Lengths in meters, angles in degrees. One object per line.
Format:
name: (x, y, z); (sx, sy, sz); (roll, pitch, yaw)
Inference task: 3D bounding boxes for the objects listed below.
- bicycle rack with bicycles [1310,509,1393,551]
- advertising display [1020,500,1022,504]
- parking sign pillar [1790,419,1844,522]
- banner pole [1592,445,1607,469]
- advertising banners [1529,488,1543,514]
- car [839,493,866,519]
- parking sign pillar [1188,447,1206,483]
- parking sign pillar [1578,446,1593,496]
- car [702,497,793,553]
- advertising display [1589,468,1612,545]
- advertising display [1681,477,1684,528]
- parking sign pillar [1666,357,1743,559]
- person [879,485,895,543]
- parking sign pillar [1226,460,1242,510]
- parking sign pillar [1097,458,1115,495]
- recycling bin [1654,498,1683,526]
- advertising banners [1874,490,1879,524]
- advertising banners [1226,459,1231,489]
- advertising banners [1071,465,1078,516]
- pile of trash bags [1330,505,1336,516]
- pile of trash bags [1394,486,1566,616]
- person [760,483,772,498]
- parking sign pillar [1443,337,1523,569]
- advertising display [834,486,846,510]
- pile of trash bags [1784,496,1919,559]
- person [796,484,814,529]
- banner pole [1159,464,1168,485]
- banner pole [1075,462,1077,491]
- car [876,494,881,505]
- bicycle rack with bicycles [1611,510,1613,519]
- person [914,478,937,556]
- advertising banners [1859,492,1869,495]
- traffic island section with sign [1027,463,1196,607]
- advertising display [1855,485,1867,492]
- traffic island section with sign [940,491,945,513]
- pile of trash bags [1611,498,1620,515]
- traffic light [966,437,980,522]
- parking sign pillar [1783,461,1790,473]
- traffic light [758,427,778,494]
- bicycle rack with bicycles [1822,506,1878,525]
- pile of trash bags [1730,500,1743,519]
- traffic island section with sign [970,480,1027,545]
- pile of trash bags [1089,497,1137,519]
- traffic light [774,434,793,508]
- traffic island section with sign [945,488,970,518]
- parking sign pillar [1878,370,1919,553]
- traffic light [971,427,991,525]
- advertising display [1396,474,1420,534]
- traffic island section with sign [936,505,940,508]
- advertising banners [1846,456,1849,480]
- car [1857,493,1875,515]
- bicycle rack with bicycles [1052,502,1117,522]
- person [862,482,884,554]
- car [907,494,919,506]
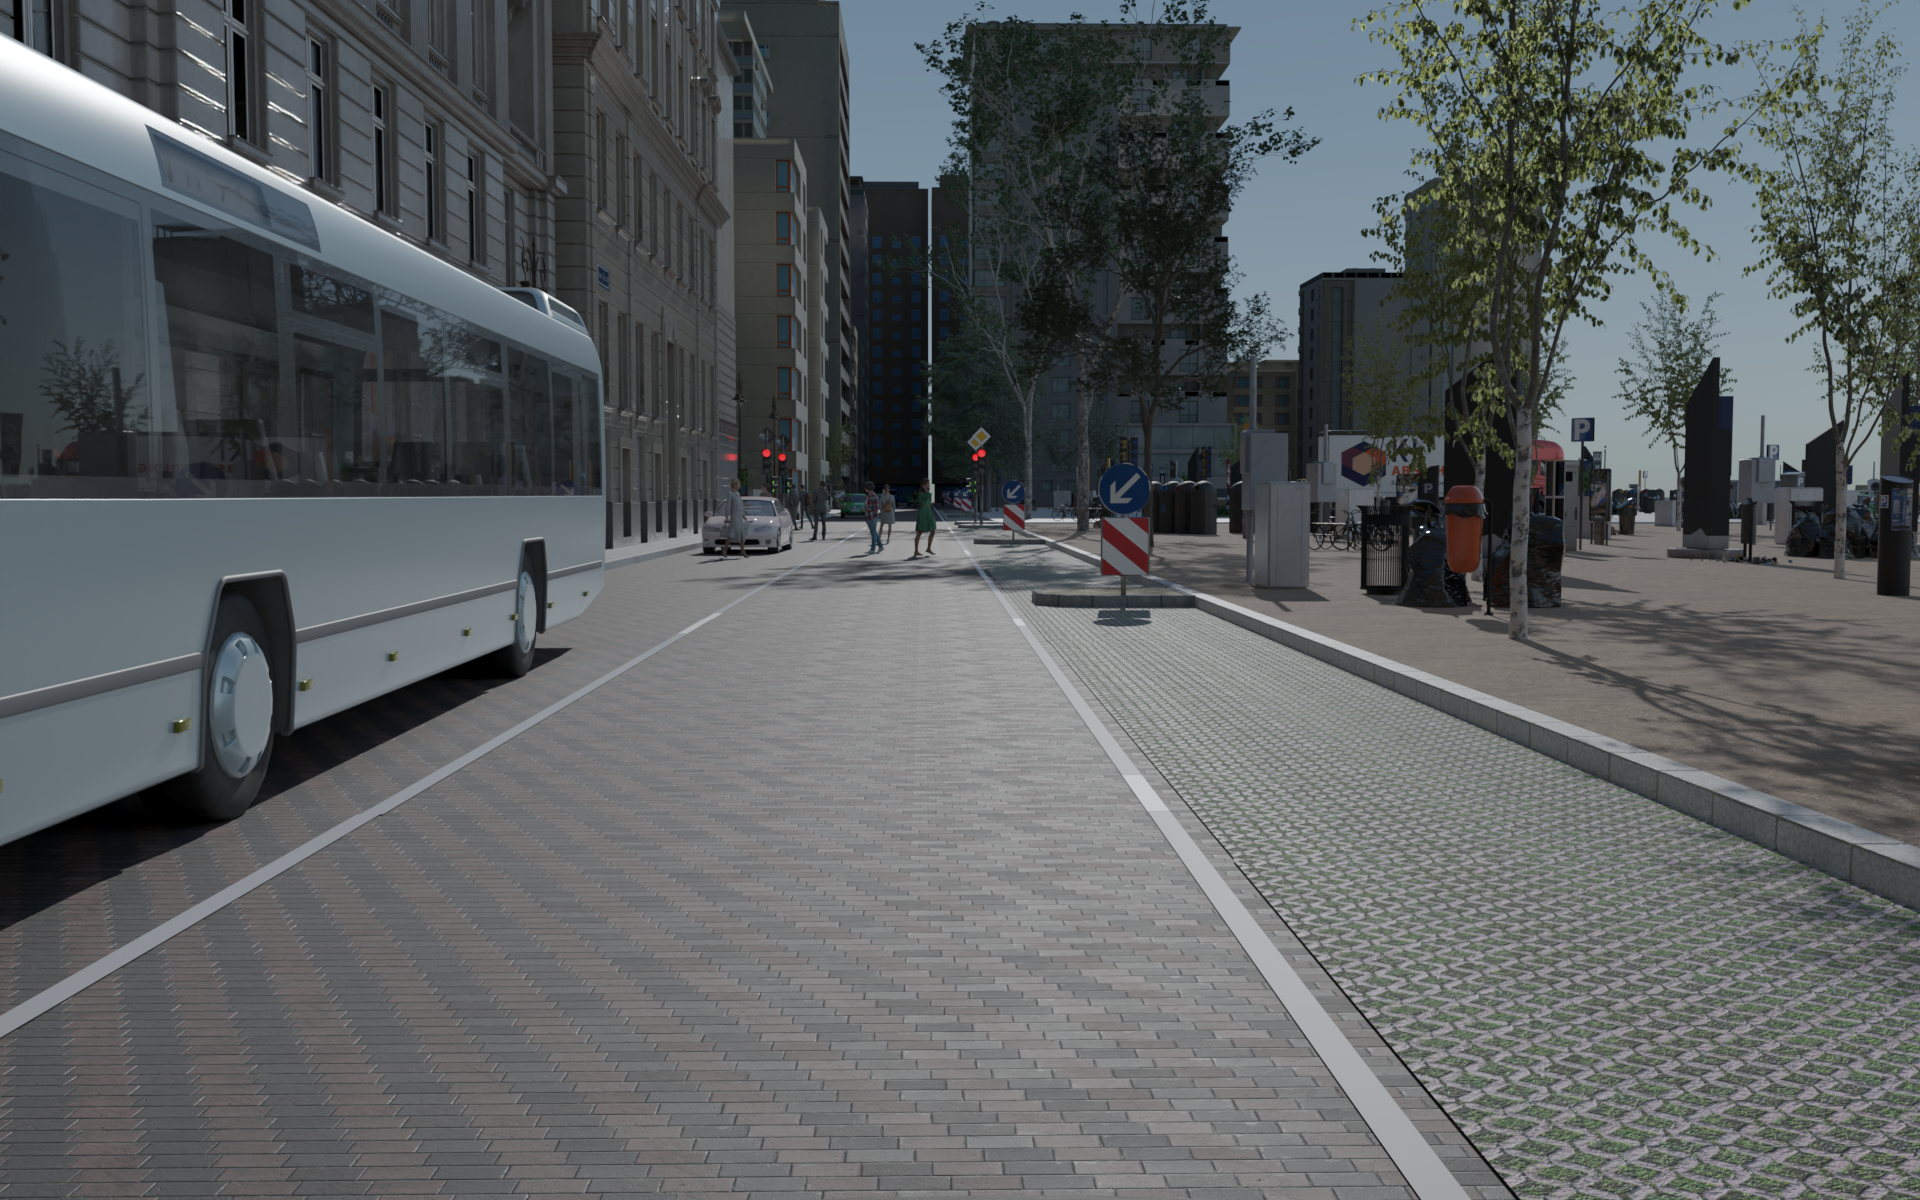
bicycle rack with bicycles: (9.018, -1.618, 39.841); (2.852, 0.926, 2.925); (-2, 4, -28)
advertising display: (4.970, -8.338, 141.542); (0.123, 1.923, 0.974); (0, 4, -3)
parking sign pillar: (31.164, -4.535, 62.620); (1.447, 3.967, 1.447); (0, 4, 2)
banner pole: (32.962, -6.066, 89.199); (0.863, 3.779, 0.401); (0, 4, 1)
advertising banners: (36.909, -7.142, 112.962); (2.074, 3.025, 0.090); (0, 4, -7)
car: (-6.211, -5.757, 102.921); (1.959, 1.807, 4.718); (0, 4, -3)
parking sign pillar: (13.497, -6.781, 99.335); (1.447, 3.967, 1.447); (-1, 4, -16)
parking sign pillar: (34.919, -6.607, 96.489); (1.447, 3.967, 1.447); (0, 4, -6)
car: (-5.266, -1.893, 43.307); (2.083, 1.381, 4.827); (0, 4, 1)
advertising display: (16.203, -2.363, 43.853); (0.123, 1.923, 0.974); (0, 4, -5)
advertising display: (27.631, -3.671, 65.231); (0.974, 1.923, 0.123); (1, 4, 21)
parking sign pillar: (15.013, -2.833, 34.785); (1.447, 3.967, 1.447); (0, 4, 1)
person: (-2.140, -2.518, 50.680); (0.512, 1.701, 0.522); (-1, 4, -14)
parking sign pillar: (20.047, -8.396, 125.743); (1.447, 3.967, 1.447); (1, 4, 22)
parking sign pillar: (10.701, -8.476, 127.056); (1.447, 3.967, 1.447); (0, 4, -7)
recycling bin: (28.217, -3.459, 69.111); (0.722, 1.027, 0.722); (-3, 5, -44)
advertising banners: (32.538, -3.964, 61.003); (0.090, 3.025, 2.074); (1, 4, 13)
advertising banners: (13.576, -5.462, 85.498); (0.090, 3.025, 2.074); (-1, 4, -16)
advertising banners: (6.762, -6.408, 100.966); (0.090, 3.025, 2.074); (1, 4, 12)
pile of trash bags: (19.525, -4.892, 89.739); (1.912, 1.369, 3.447); (-3, 4, -37)
pile of trash bags: (5.889, -0.611, 19.742); (1.912, 1.369, 3.447); (1, 4, 21)
person: (-6.512, -2.956, 57.169); (0.599, 1.781, 0.374); (1, 4, 22)
parking sign pillar: (9.140, -2.553, 30.218); (1.447, 3.967, 1.447); (3, 5, 40)
advertising display: (-9.859, -8.362, 141.940); (0.974, 1.923, 0.123); (0, 4, 3)
pile of trash bags: (18.702, -1.546, 35.032); (3.447, 1.369, 1.912); (0, 4, 1)
person: (-6.354, -3.804, 70.656); (0.622, 1.834, 0.822); (-3, 4, -38)
banner pole: (16.877, -9.359, 143.036); (0.863, 3.779, 0.401); (1, 4, 15)
banner pole: (9.030, -8.797, 133.854); (0.401, 3.779, 0.863); (1, 4, 21)
car: (-7.694, -9.365, 161.919); (1.959, 1.807, 4.718); (0, 4, -1)
bicycle rack with bicycles: (30.111, -4.280, 83.364); (2.852, 0.926, 2.925); (-3, 5, -40)
person: (-0.819, -1.929, 40.290); (0.529, 1.795, 0.600); (1, 4, 15)
advertising banners: (49.778, -5.971, 93.812); (2.074, 3.025, 0.090); (1, 4, 18)
traffic island section with sign: (1.961, -0.860, 22.686); (1.989, 1.847, 2.006); (0, 4, -1)
advertising display: (63.455, -7.132, 121.819); (0.974, 1.923, 0.123); (0, 4, -2)
traffic island section with sign: (-0.315, -7.576, 132.488); (1.989, 1.847, 2.006); (0, 4, -1)
pile of trash bags: (38.941, -5.887, 106.008); (3.447, 1.369, 1.912); (-2, 4, -33)
traffic light: (0.713, -5.602, 80.506); (0.839, 4.253, 0.868); (0, 4, -1)
parking sign pillar: (67.573, -9.322, 140.893); (1.447, 3.967, 1.447); (3, 4, 39)
traffic light: (-8.030, -5.101, 72.322); (0.839, 4.253, 0.868); (0, 4, -1)
bicycle rack with bicycles: (26.953, -2.386, 52.392); (2.925, 0.926, 2.852); (-1, 4, -13)
pile of trash bags: (40.475, -4.831, 88.734); (1.912, 1.369, 3.447); (-2, 4, -33)
traffic island section with sign: (1.393, -2.508, 49.635); (1.989, 1.847, 2.006); (0, 4, -1)
pile of trash bags: (7.730, -4.904, 89.927); (3.447, 1.369, 1.912); (1, 4, 12)
traffic light: (-8.196, -5.589, 80.306); (0.839, 4.253, 0.868); (0, 4, -1)
traffic island section with sign: (0.247, -5.907, 105.214); (1.989, 1.847, 2.006); (0, 4, -1)
parking sign pillar: (20.872, -3.058, 38.464); (1.447, 3.967, 1.447); (1, 4, 11)
traffic light: (0.879, -5.113, 72.522); (0.839, 4.253, 0.868); (0, 4, -1)
advertising display: (14.353, -3.048, 55.046); (0.974, 1.923, 0.123); (0, 4, 5)
traffic island section with sign: (-1.361, -10.651, 182.779); (1.989, 1.847, 2.006); (0, 4, -1)
advertising banners: (41.031, -5.224, 81.606); (0.090, 3.025, 2.074); (-1, 4, -16)
car: (40.162, -4.280, 78.767); (4.718, 1.807, 1.959); (0, 4, -2)
bicycle rack with bicycles: (6.140, -4.182, 81.761); (2.925, 0.926, 2.852); (2, 4, 33)
person: (-2.083, -1.977, 41.655); (0.643, 1.720, 0.563); (-1, 4, -18)
car: (-5.545, -12.466, 212.609); (1.959, 1.807, 4.718); (0, 3, 0)
